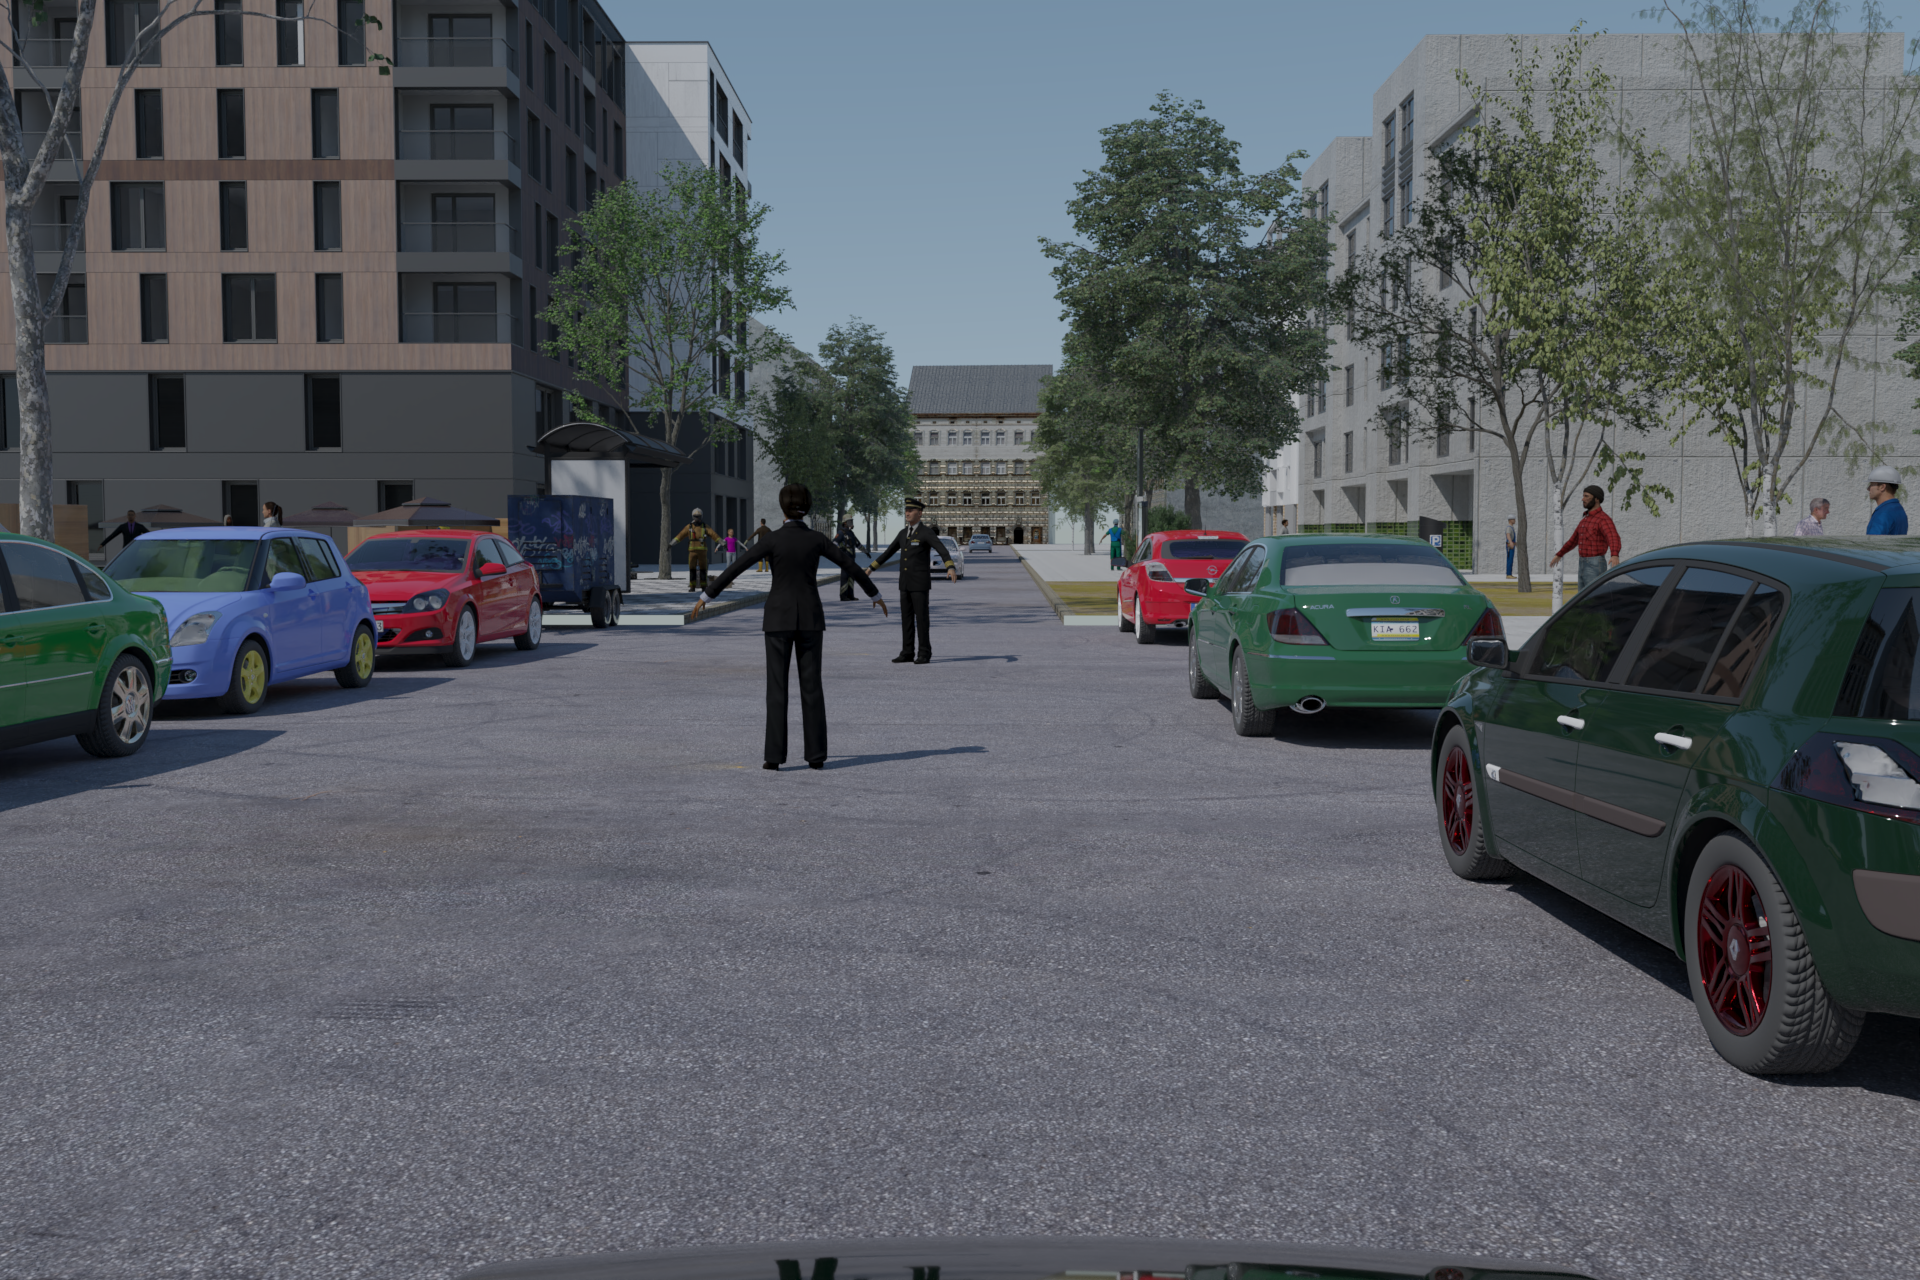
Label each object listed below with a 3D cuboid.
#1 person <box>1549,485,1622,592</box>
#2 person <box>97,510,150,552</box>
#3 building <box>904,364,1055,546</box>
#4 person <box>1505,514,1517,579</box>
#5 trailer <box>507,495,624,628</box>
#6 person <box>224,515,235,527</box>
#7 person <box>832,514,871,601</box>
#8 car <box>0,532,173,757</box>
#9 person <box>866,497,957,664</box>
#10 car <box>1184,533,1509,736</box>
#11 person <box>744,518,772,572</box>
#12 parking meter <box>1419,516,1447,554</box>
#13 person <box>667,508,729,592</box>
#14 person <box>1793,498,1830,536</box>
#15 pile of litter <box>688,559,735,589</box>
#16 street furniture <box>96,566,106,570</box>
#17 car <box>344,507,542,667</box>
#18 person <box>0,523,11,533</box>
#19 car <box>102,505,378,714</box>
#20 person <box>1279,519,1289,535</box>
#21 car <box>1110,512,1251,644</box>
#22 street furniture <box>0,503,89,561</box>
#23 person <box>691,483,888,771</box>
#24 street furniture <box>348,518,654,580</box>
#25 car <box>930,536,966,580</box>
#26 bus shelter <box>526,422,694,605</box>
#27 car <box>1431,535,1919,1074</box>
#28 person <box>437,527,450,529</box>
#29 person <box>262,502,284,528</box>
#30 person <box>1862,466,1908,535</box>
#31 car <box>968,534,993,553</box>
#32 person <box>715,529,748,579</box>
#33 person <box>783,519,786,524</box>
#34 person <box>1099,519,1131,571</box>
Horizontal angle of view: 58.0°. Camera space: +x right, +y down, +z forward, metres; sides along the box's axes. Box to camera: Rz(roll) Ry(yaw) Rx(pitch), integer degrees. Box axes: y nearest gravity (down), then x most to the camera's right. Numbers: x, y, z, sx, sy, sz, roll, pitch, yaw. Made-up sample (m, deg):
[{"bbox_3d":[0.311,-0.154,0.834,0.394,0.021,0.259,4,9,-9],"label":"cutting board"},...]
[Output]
[{"bbox_3d":[6.868,-0.782,18.901,0.704,1.816,1.345,-1,4,-9],"label":"person"},{"bbox_3d":[-17.965,-1.918,37.586,1.346,1.802,0.704,-1,4,-21],"label":"person"},{"bbox_3d":[2.922,-23.870,223.664,18.063,23.208,19.493,0,4,5],"label":"building"},{"bbox_3d":[15.816,-2.678,49.649,0.705,1.847,1.347,1,4,23],"label":"person"},{"bbox_3d":[-6.075,-1.154,25.912,1.471,1.999,3.904,0,4,1],"label":"trailer"},{"bbox_3d":[-20.233,-2.558,47.953,1.348,1.813,0.705,-3,5,-42],"label":"person"},{"bbox_3d":[-2.382,-1.761,37.035,0.705,1.856,1.354,2,4,34],"label":"person"},{"bbox_3d":[-6.248,-0.062,9.808,1.959,1.807,4.718,0,4,1],"label":"car"},{"bbox_3d":[-0.522,-0.661,19.200,1.347,1.837,0.705,3,5,39],"label":"person"},{"bbox_3d":[2.900,-0.115,13.672,2.131,1.459,4.920,0,4,1],"label":"car"},{"bbox_3d":[-6.638,-3.191,58.308,1.346,1.812,0.704,-2,4,-35],"label":"person"},{"bbox_3d":[6.582,-0.962,24.144,0.372,1.533,0.369,0,3,0],"label":"parking meter"},{"bbox_3d":[-5.792,-1.987,38.260,1.354,1.858,0.705,0,4,-5],"label":"person"},{"bbox_3d":[10.078,-0.821,20.413,0.756,1.711,0.436,-2,4,-32],"label":"person"},{"bbox_3d":[-5.948,-1.667,41.226,1.176,0.858,1.719,0,4,2],"label":"pile of litter"},{"bbox_3d":[-23.981,-1.561,41.154,5.734,0.657,10.072,1,4,19],"label":"street furniture"},{"bbox_3d":[-6.164,-0.670,19.992,2.155,1.783,4.494,0,4,1],"label":"car"},{"bbox_3d":[-10.589,-0.757,18.845,0.721,1.778,1.216,2,4,35],"label":"person"},{"bbox_3d":[-6.424,-0.325,14.902,1.945,1.707,3.694,0,4,2],"label":"car"},{"bbox_3d":[11.608,-3.398,61.752,0.705,1.806,1.347,2,4,31],"label":"person"},{"bbox_3d":[3.201,-0.915,24.006,2.155,1.783,4.494,0,4,0],"label":"car"},{"bbox_3d":[-17.389,-1.227,26.909,9.812,1.723,11.010,1,4,13],"label":"street furniture"},{"bbox_3d":[-1.026,-0.085,10.575,1.216,1.740,0.721,-1,4,-16],"label":"person"},{"bbox_3d":[-13.085,-2.572,48.911,11.010,1.723,9.812,2,4,32],"label":"street furniture"},{"bbox_3d":[-0.827,-2.657,55.809,2.083,1.381,4.827,0,4,1],"label":"car"},{"bbox_3d":[-6.716,-2.449,33.968,2.014,3.302,5.546,0,4,2],"label":"bus shelter"},{"bbox_3d":[2.907,0.232,5.986,2.009,1.686,4.222,0,4,0],"label":"car"},{"bbox_3d":[-12.371,-2.125,41.212,0.721,1.772,1.216,2,4,27],"label":"person"},{"bbox_3d":[-9.633,-1.052,24.033,0.721,1.735,1.217,0,4,2],"label":"person"},{"bbox_3d":[7.586,-0.515,14.308,0.705,1.842,1.347,3,5,40],"label":"person"},{"bbox_3d":[1.557,-7.312,131.561,2.014,1.417,4.499,0,4,1],"label":"car"},{"bbox_3d":[-6.488,-2.444,49.231,0.991,1.433,0.599,-1,4,-23],"label":"person"},{"bbox_3d":[-6.110,-3.329,60.696,1.348,1.796,0.705,0,4,5],"label":"person"},{"bbox_3d":[5.482,-3.340,60.736,1.347,1.817,0.704,2,4,27],"label":"person"}]
